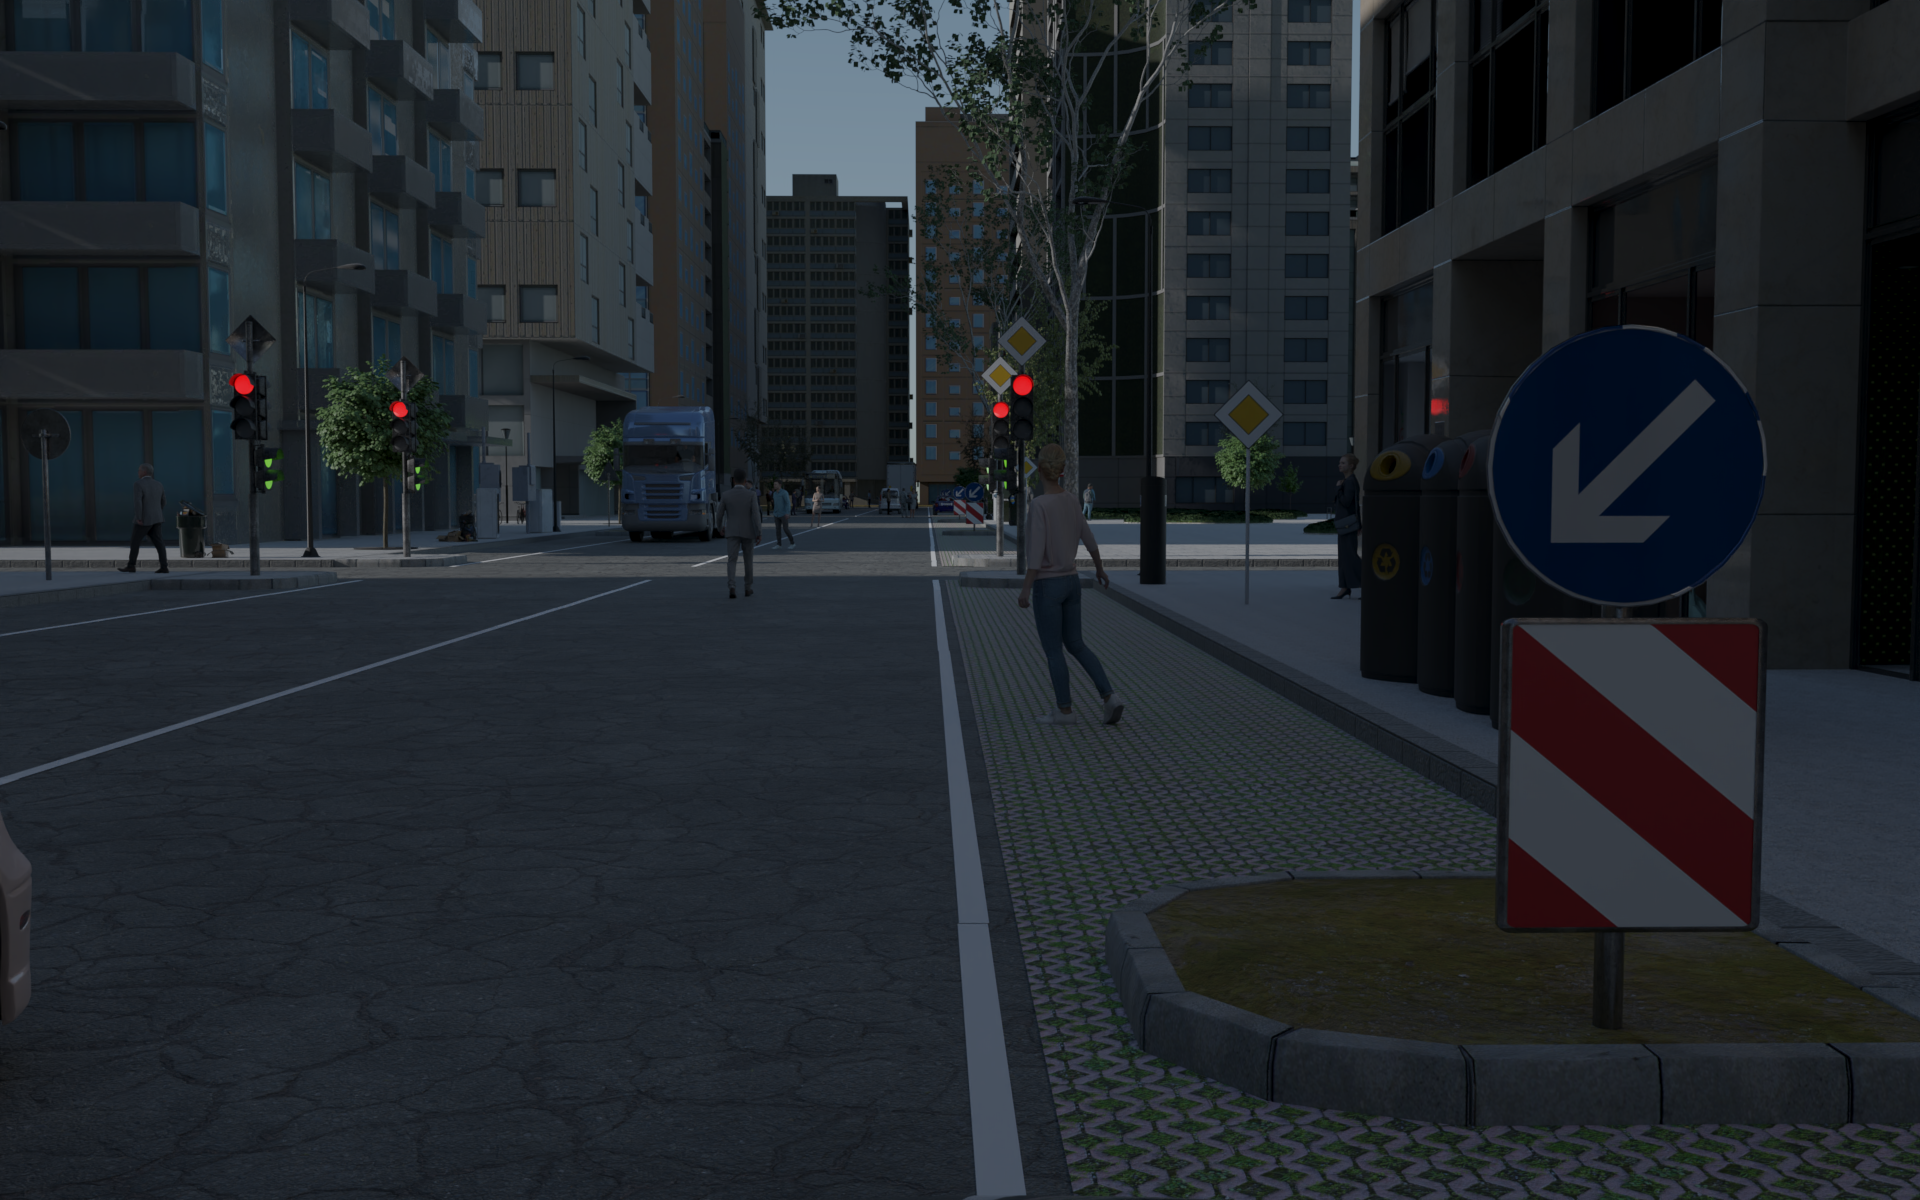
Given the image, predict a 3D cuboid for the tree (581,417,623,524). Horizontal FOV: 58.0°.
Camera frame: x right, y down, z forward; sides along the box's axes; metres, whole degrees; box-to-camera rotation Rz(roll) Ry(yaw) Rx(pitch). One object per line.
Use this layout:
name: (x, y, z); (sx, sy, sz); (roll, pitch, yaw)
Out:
tree: (-14.497, -5.504, 73.705); (4.285, 4.588, 4.351); (0, 3, 0)

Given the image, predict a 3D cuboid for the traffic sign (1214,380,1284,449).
traffic sign: (3.352, -1.243, 20.050); (0.795, 2.593, 0.064); (0, 4, 7)

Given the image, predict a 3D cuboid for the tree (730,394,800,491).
tree: (-15.013, -10.873, 128.136); (4.360, 8.622, 3.978); (0, 3, 0)

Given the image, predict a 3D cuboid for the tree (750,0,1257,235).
tree: (1.494, -11.513, 44.133); (12.611, 20.169, 13.585); (0, 3, 0)

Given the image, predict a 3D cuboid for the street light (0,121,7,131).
street light: (-12.524, -3.002, 21.620); (1.470, 5.913, 1.316); (0, 4, -1)

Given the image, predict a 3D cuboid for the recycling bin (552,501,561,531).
recycling bin: (-14.228, -2.910, 60.135); (0.722, 1.027, 0.722); (-1, 4, -10)

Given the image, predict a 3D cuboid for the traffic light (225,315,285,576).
traffic light: (-11.102, -2.341, 27.203); (0.839, 4.253, 0.868); (0, 4, -1)

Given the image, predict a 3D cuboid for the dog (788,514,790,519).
dog: (-10.109, -5.120, 100.544); (0.513, 0.831, 0.800); (1, 4, 12)

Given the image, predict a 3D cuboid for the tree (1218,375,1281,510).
tree: (17.954, -9.657, 108.249); (4.360, 8.622, 3.978); (0, 3, 0)

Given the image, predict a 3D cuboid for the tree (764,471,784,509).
tree: (-15.698, -9.360, 147.629); (1.663, 3.219, 1.824); (0, 3, 0)

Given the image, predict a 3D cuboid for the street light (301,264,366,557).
street light: (-12.663, -3.823, 35.051); (1.470, 5.913, 1.316); (0, 4, -1)

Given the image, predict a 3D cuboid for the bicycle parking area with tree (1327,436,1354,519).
bicycle parking area with tree: (21.965, -6.014, 85.334); (8.231, 4.147, 9.016); (1, 4, 19)

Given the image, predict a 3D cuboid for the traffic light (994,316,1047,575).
traffic light: (0.957, -2.356, 27.448); (0.839, 4.253, 0.868); (0, 4, -1)

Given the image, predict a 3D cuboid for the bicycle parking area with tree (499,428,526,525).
bicycle parking area with tree: (-22.345, -5.380, 74.961); (8.231, 4.147, 9.016); (0, 4, -1)

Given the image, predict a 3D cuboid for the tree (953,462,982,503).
tree: (0.871, -11.679, 174.666); (4.285, 4.588, 4.351); (0, 3, 0)

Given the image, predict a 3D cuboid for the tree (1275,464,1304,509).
tree: (19.453, -6.533, 101.418); (1.663, 3.219, 1.824); (0, 3, 0)

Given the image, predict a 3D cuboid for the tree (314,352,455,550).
tree: (-13.381, -3.454, 40.189); (4.285, 4.588, 4.351); (0, 3, 0)

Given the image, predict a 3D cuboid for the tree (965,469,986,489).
tree: (1.415, -8.383, 131.663); (1.663, 3.219, 1.824); (0, 3, 0)

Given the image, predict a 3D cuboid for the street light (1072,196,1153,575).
street light: (2.442, -3.344, 27.219); (1.470, 5.913, 1.316); (0, 4, -1)

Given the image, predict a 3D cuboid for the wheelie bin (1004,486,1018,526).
wheelie bin: (2.318, -3.808, 70.163); (0.693, 1.594, 0.980); (1, 4, 10)

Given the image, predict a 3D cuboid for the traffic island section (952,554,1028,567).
traffic island section: (0.845, -0.811, 35.546); (2.009, 0.180, 2.903); (0, 4, -1)

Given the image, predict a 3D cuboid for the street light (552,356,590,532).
street light: (-13.165, -5.259, 58.524); (1.470, 5.913, 1.316); (0, 4, -1)

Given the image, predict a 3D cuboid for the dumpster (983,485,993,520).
dumpster: (1.909, -5.163, 86.903); (1.502, 2.255, 1.985); (0, 4, -1)

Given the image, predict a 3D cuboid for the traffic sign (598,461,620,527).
traffic sign: (-13.792, -4.160, 68.013); (0.884, 2.594, 0.081); (1, 4, 8)

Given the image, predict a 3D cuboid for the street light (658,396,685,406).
street light: (-13.659, -6.680, 81.757); (1.470, 5.913, 1.316); (0, 4, -1)

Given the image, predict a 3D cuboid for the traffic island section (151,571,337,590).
traffic island section: (-11.142, -0.309, 27.337); (2.009, 0.180, 2.903); (0, 4, -1)

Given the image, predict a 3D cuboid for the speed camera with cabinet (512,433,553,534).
speed camera with cabinet: (-13.966, -3.805, 56.548); (0.660, 3.252, 2.038); (1, 4, 9)

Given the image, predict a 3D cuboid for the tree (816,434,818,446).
tree: (-16.378, -13.771, 175.525); (4.360, 8.622, 3.978); (0, 3, 0)

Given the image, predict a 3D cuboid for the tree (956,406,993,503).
tree: (1.574, -11.830, 143.778); (4.360, 8.622, 3.978); (0, 3, 0)

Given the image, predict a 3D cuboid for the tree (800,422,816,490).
tree: (-16.219, -12.707, 158.129); (4.360, 8.622, 3.978); (0, 3, 0)

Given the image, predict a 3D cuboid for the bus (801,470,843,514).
bus: (-10.196, -8.254, 129.817); (2.948, 3.499, 13.247); (0, 4, -3)

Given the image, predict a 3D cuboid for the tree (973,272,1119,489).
tree: (2.927, -6.465, 56.061); (4.737, 8.622, 4.395); (0, 3, 0)

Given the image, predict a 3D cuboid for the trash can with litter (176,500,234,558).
trash can with litter: (-15.190, -1.435, 34.848); (1.055, 1.170, 0.624); (-1, 4, -13)

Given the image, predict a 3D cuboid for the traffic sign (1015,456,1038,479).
traffic sign: (2.308, -3.679, 59.881); (0.795, 2.593, 0.064); (0, 4, 3)

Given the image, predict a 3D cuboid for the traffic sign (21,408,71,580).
traffic sign: (-13.570, -1.566, 25.715); (0.768, 2.556, 0.104); (0, 4, 4)

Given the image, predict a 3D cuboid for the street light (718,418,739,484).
street light: (-14.103, -8.110, 105.142); (1.470, 5.913, 1.316); (0, 4, -1)

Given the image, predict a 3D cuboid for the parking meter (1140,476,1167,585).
parking meter: (2.753, -0.995, 24.679); (0.372, 1.533, 0.369); (0, 3, 0)

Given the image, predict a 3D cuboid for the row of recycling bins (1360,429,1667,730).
row of recycling bins: (3.338, -0.220, 10.717); (1.069, 1.692, 3.534); (0, 4, -2)

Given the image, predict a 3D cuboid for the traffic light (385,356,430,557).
traffic light: (-11.254, -2.830, 35.186); (0.839, 4.253, 0.868); (0, 4, -1)

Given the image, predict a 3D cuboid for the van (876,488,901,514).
van: (-5.051, -7.227, 125.179); (2.013, 2.044, 4.112); (0, 4, -3)

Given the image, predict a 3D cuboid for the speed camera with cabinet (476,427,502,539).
speed camera with cabinet: (-13.683, -3.424, 50.317); (0.660, 3.252, 2.038); (-1, 4, -11)

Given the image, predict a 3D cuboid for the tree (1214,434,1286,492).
tree: (13.540, -5.941, 80.850); (4.285, 4.588, 4.351); (0, 3, 0)

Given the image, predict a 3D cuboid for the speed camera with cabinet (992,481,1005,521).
speed camera with cabinet: (1.923, -5.482, 83.967); (0.660, 3.252, 2.038); (0, 4, -4)

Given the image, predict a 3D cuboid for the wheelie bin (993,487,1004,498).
wheelie bin: (2.020, -4.380, 79.515); (0.980, 1.594, 0.693); (0, 4, 6)

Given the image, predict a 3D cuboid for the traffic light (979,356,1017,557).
traffic light: (0.805, -2.845, 35.432); (0.839, 4.253, 0.868); (0, 4, -1)

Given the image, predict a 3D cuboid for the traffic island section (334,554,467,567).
traffic island section: (-11.294, -0.798, 35.320); (2.009, 0.180, 2.903); (0, 4, -1)

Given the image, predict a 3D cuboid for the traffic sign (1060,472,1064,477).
traffic sign: (2.858, -3.248, 53.108); (0.884, 2.594, 0.081); (0, 4, 0)

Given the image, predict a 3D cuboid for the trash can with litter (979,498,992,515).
trash can with litter: (1.718, -5.966, 108.930); (1.055, 1.170, 0.624); (3, 5, 43)
